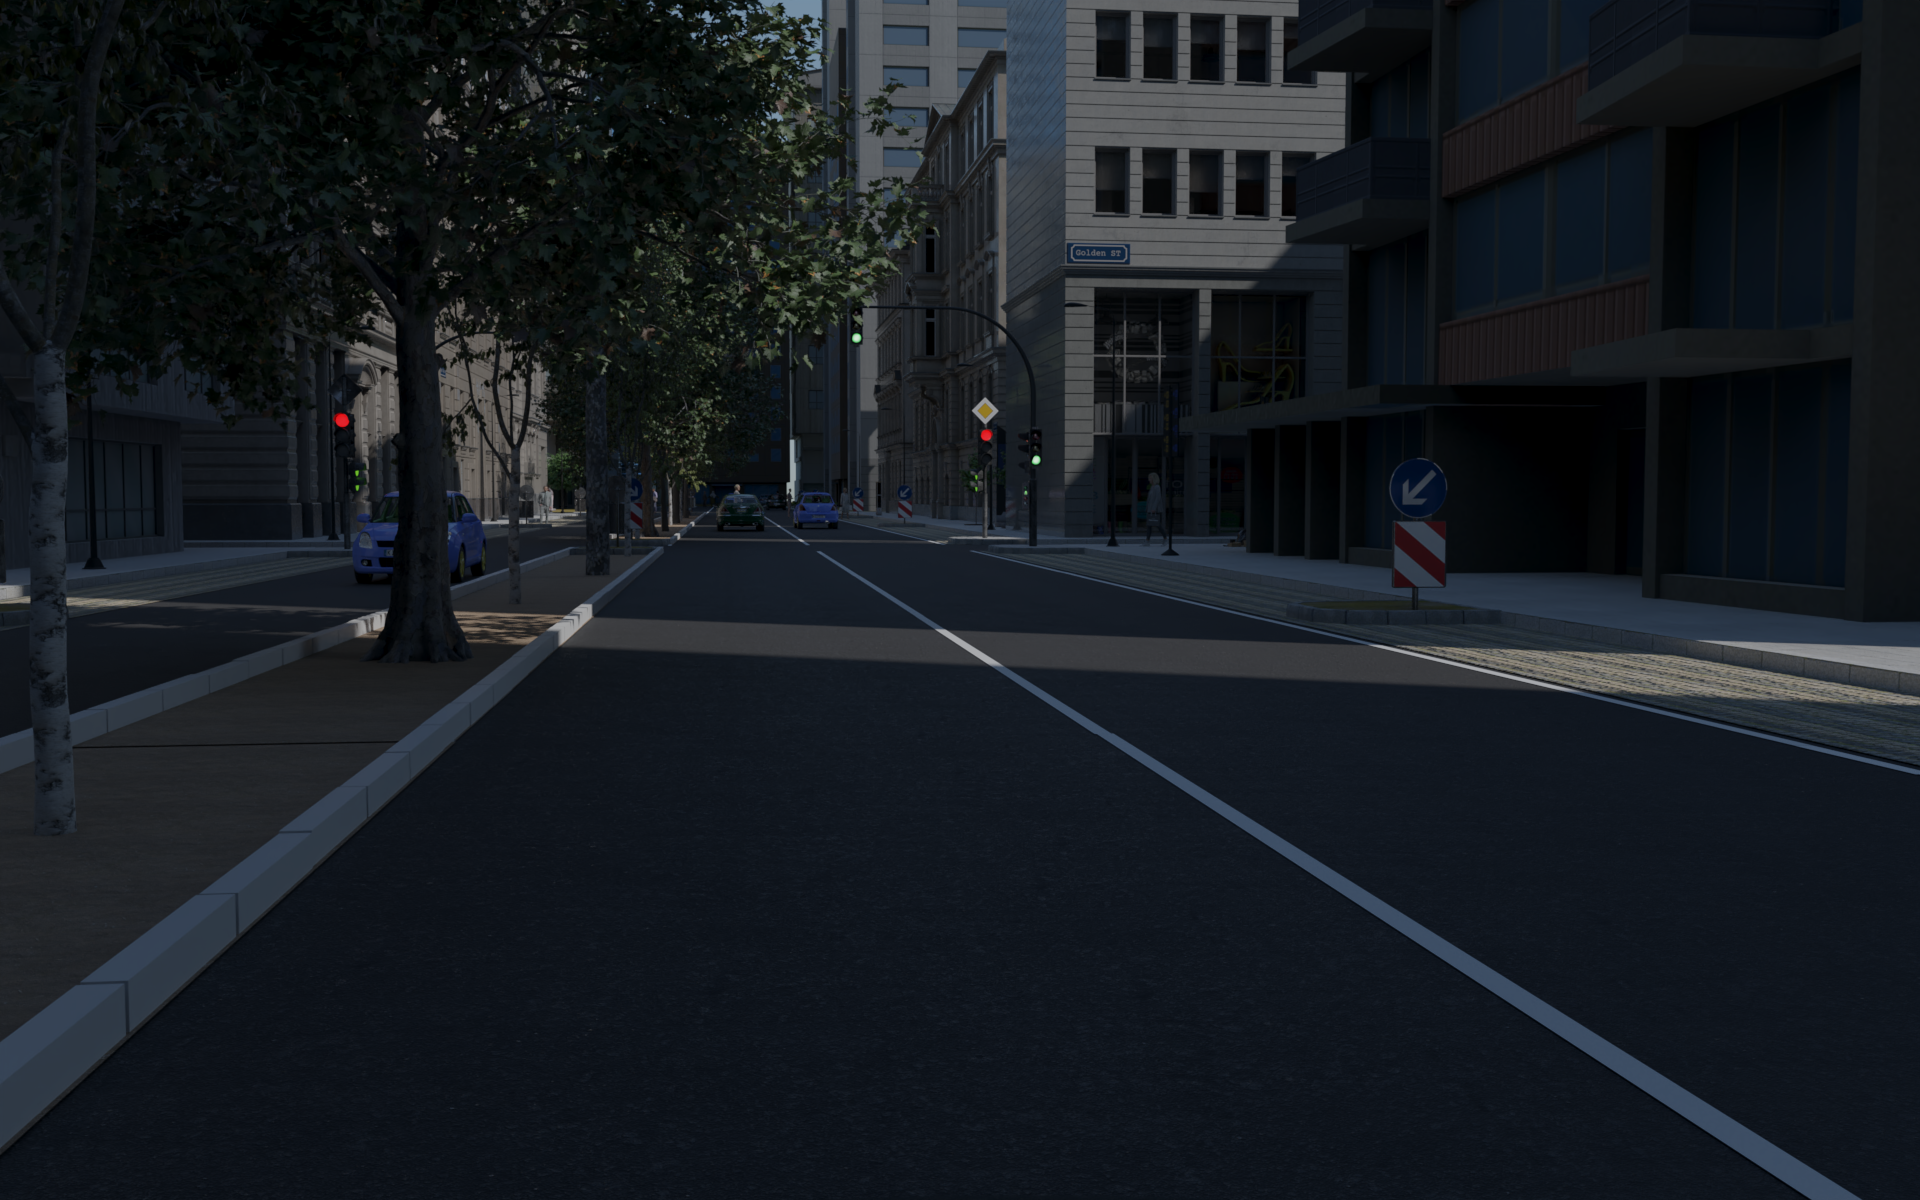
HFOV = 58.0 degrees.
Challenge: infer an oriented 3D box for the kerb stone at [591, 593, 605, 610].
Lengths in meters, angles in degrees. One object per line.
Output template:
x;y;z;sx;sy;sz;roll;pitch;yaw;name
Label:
-4.495;0.054;21.310;0.120;0.150;1.000;0;4;-8;kerb stone

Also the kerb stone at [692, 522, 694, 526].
-11.349;-3.085;72.634;0.120;0.150;1.000;0;4;-8;kerb stone

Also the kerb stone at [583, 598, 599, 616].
-4.361;0.116;20.295;0.120;0.150;1.000;0;4;-8;kerb stone

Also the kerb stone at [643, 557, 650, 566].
-6.123;-0.691;33.499;0.120;0.150;1.000;0;4;-8;kerb stone

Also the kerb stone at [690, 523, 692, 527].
-10.937;-2.896;69.583;0.120;0.150;1.000;0;4;-8;kerb stone

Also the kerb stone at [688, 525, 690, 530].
-10.526;-2.712;66.539;0.120;0.150;1.000;0;4;-8;kerb stone

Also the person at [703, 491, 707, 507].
-28.735;-11.389;195.255;0.434;1.755;0.990;-3;4;-36;person

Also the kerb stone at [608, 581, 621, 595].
-4.901;-0.132;24.353;0.120;0.150;1.000;0;4;-8;kerb stone

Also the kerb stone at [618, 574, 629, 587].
-5.173;-0.251;26.388;0.120;0.150;1.000;0;4;-8;kerb stone

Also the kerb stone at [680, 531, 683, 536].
-9.179;-2.086;56.358;0.120;0.150;1.000;0;4;-8;kerb stone

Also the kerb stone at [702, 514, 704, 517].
-14.872;-4.700;99.047;0.120;0.150;1.000;0;4;-8;kerb stone

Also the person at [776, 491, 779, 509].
-17.775;-9.709;167.950;0.721;1.736;1.217;0;4;-7;person

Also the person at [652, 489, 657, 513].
-22.677;-7.305;127.804;0.599;1.838;0.709;-2;4;-33;person

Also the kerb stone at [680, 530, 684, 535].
-9.307;-2.146;57.372;0.120;0.150;1.000;0;4;-8;kerb stone

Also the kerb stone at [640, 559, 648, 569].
-5.981;-0.627;32.477;0.120;0.150;1.000;0;4;-8;kerb stone

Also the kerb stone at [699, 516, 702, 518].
-13.924;-4.265;91.934;0.120;0.150;1.000;0;4;-8;kerb stone

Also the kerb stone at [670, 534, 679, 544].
-8.629;-1.841;52.300;0.120;0.150;1.000;0;4;-8;kerb stone

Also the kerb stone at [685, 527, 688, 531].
-9.983;-2.461;62.452;0.120;0.150;1.000;0;4;-8;kerb stone

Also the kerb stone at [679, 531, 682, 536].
-9.044;-2.023;55.344;0.120;0.150;1.000;0;4;-8;kerb stone

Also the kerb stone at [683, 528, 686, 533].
-9.712;-2.338;60.422;0.120;0.150;1.000;0;4;-8;kerb stone

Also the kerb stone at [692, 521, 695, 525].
-11.617;-3.208;74.669;0.120;0.150;1.000;0;4;-8;kerb stone

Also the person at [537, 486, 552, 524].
-18.604;-4.221;77.609;0.635;1.810;0.391;-1;4;-21;person

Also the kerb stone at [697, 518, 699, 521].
-12.844;-3.769;83.817;0.120;0.150;1.000;0;4;-8;kerb stone

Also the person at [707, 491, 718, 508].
-25.337;-10.304;177.708;1.217;1.736;0.721;0;4;-2;person

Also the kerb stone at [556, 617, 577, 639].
-3.950;0.303;17.249;0.120;0.150;1.000;0;4;-8;kerb stone

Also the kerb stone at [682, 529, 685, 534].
-9.444;-2.214;58.393;0.120;0.150;1.000;0;4;-8;kerb stone

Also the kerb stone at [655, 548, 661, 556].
-6.799;-1.002;38.576;0.120;0.150;1.000;0;4;-8;kerb stone

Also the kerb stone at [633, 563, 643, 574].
-5.706;-0.503;30.441;0.120;0.150;1.000;0;4;-8;kerb stone

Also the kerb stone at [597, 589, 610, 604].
-4.636;-0.008;22.325;0.120;0.150;1.000;0;4;-8;kerb stone

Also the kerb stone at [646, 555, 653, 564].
-6.255;-0.751;34.515;0.120;0.150;1.000;0;4;-8;kerb stone

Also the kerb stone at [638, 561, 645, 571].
-5.850;-0.567;31.460;0.120;0.150;1.000;0;4;-8;kerb stone

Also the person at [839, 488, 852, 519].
-6.475;-5.441;97.818;0.694;1.780;0.624;-2;4;-25;person

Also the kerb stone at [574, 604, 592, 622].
-4.229;0.178;19.281;0.120;0.150;1.000;0;4;-8;kerb stone

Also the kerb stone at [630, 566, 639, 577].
-5.579;-0.440;29.426;0.120;0.150;1.000;0;4;-8;kerb stone

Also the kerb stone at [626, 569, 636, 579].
-5.447;-0.376;28.413;0.120;0.150;1.000;0;4;-8;kerb stone

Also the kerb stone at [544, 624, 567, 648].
-3.818;0.365;16.233;0.120;0.150;1.000;0;4;-8;kerb stone

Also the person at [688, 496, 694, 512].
-21.447;-7.901;137.552;0.599;1.838;0.709;-1;4;-20;person

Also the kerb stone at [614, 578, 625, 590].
-5.039;-0.188;25.368;0.120;0.150;1.000;0;4;-8;kerb stone

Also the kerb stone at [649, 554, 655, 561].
-6.396;-0.809;35.528;0.120;0.150;1.000;0;4;-8;kerb stone

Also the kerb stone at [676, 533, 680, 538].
-8.770;-1.900;53.314;0.120;0.150;1.000;0;4;-8;kerb stone

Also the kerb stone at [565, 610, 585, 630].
-4.087;0.241;18.262;0.120;0.150;1.000;0;4;-8;kerb stone

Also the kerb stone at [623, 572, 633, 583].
-5.311;-0.312;27.400;0.120;0.150;1.000;0;4;-8;kerb stone

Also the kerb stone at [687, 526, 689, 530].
-10.257;-2.588;64.506;0.120;0.150;1.000;0;4;-8;kerb stone

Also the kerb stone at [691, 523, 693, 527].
-11.077;-2.961;70.601;0.120;0.150;1.000;0;4;-8;kerb stone

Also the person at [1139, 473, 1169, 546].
4.781;-2.208;42.330;0.728;1.800;0.709;0;4;-7;person

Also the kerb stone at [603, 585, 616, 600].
-4.761;-0.070;23.341;0.120;0.150;1.000;0;4;-8;kerb stone

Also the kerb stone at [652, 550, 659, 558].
-6.669;-0.939;37.557;0.120;0.150;1.000;0;4;-8;kerb stone

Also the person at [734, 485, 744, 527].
-9.736;-4.101;75.422;0.818;1.842;0.514;-3;5;-43;person

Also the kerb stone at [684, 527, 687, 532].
-9.856;-2.400;61.434;0.120;0.150;1.000;0;4;-8;kerb stone

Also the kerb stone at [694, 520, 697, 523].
-12.162;-3.452;78.742;0.120;0.150;1.000;0;4;-8;kerb stone

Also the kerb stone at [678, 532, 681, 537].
-8.904;-1.966;54.331;0.120;0.150;1.000;0;4;-8;kerb stone

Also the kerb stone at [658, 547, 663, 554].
-6.935;-1.060;39.589;0.120;0.150;1.000;0;4;-8;kerb stone

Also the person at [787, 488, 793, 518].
-10.268;-5.860;104.656;0.374;1.781;0.599;1;4;17;person

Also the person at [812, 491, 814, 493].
-11.512;-7.725;135.721;0.530;1.710;0.541;-3;5;-42;person

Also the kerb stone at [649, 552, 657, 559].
-6.530;-0.869;36.545;0.120;0.150;1.000;0;4;-8;kerb stone

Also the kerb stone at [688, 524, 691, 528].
-10.667;-2.766;67.553;0.120;0.150;1.000;0;4;-8;kerb stone
